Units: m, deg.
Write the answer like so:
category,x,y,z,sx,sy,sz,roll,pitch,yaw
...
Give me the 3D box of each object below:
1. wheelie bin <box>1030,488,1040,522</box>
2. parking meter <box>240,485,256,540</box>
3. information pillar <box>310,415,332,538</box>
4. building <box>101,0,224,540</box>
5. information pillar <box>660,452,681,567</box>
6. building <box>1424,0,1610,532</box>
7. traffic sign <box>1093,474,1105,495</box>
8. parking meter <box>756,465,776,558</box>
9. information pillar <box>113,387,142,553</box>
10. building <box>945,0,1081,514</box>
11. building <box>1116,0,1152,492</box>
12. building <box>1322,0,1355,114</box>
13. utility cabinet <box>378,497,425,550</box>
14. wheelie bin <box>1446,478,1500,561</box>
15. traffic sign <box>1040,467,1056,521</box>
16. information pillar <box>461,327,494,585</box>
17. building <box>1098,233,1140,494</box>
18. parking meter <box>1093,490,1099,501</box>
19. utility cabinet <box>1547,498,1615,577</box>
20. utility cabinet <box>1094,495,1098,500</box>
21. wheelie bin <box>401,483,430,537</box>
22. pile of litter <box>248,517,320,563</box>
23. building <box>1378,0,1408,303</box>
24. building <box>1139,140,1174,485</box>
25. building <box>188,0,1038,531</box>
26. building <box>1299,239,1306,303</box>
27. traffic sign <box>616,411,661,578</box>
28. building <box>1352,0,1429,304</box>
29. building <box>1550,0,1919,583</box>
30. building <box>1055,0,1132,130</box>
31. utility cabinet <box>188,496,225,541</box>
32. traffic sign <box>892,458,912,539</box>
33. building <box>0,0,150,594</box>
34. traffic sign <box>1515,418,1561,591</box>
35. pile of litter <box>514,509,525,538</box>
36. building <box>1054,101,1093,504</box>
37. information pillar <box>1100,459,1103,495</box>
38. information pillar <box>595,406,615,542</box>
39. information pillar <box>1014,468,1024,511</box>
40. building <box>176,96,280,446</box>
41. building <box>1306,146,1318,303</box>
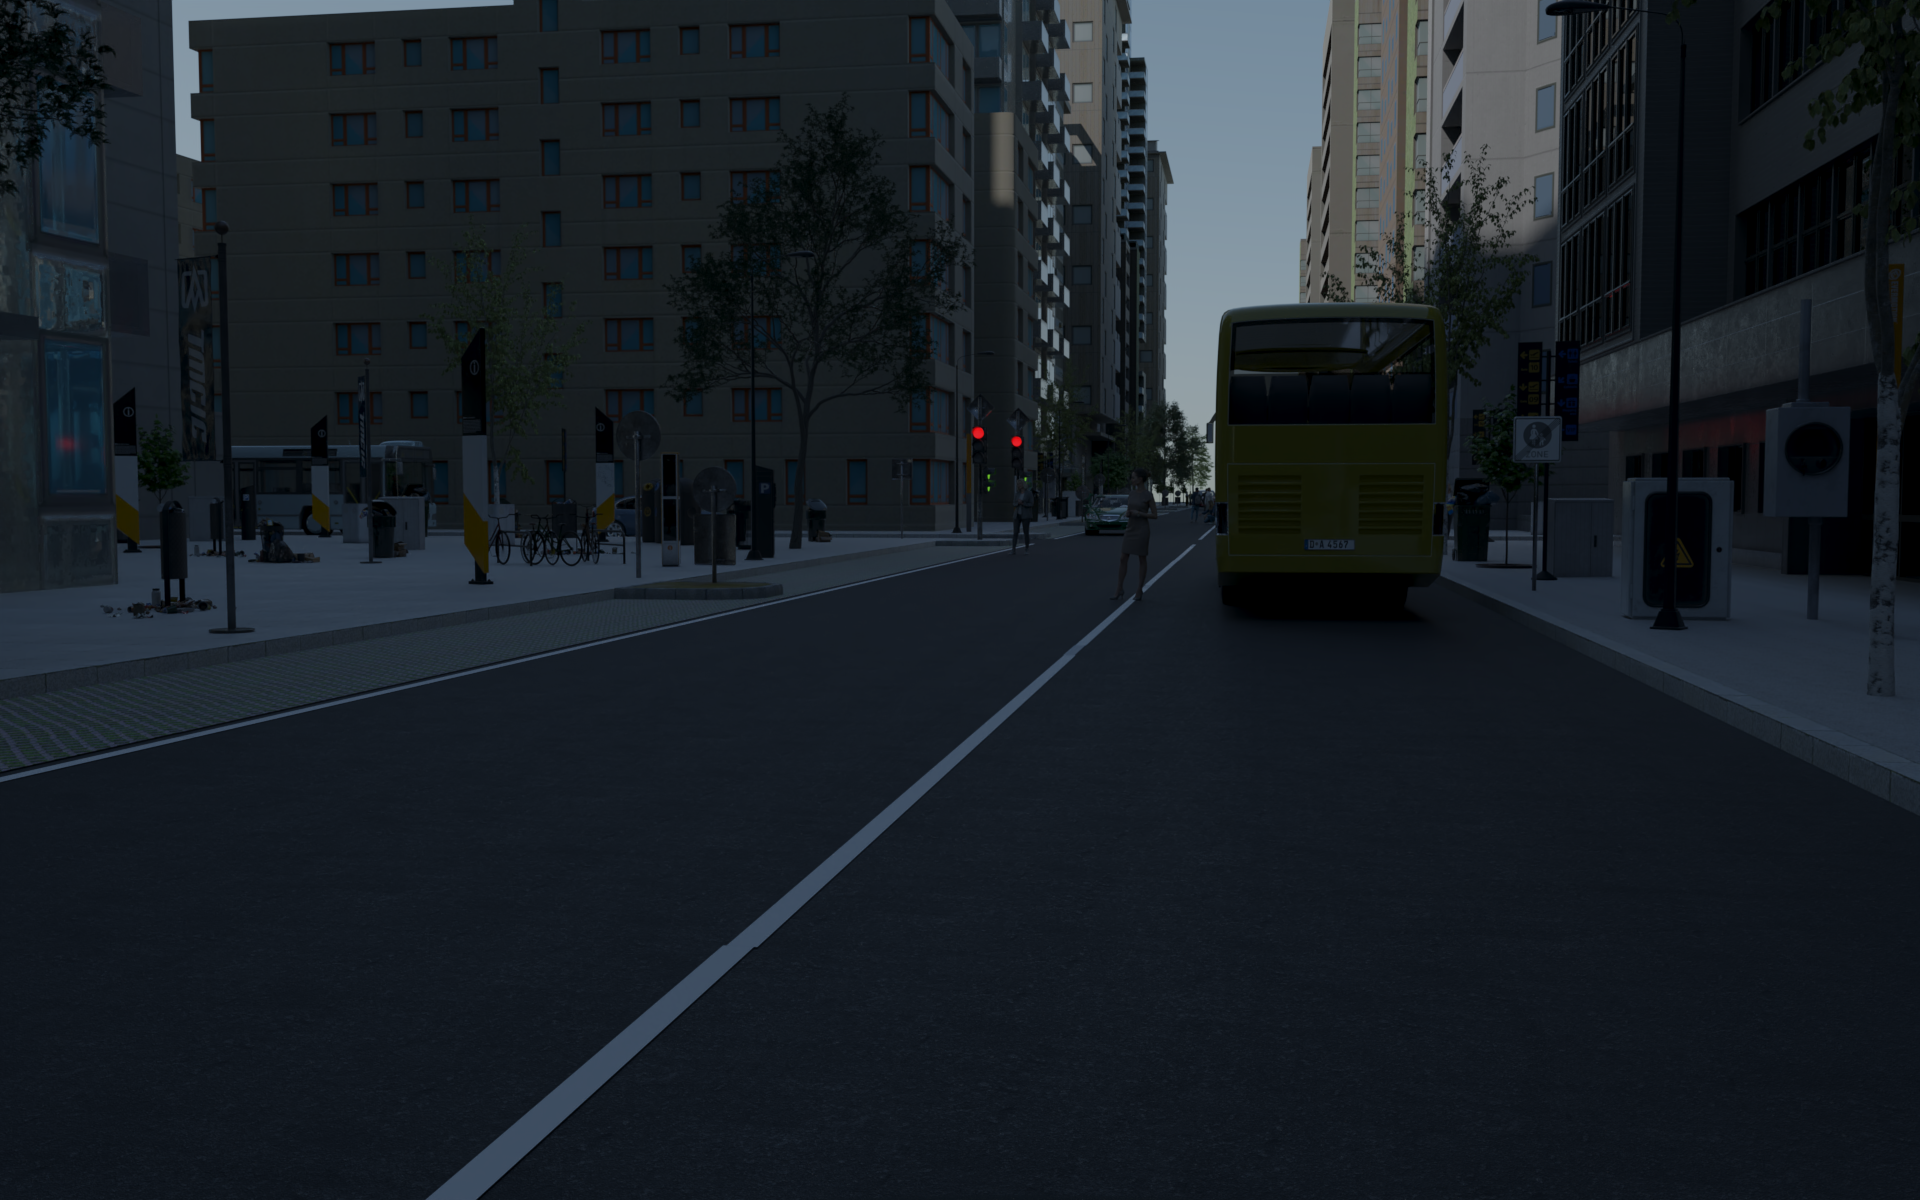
category,x,y,z,sx,sy,sz,roll,pitch,yaw
wheelie bin,3.339,-4.391,79.695,0.693,1.594,0.980,0,4,3
parking meter,-19.830,-2.436,48.242,0.372,1.533,0.369,0,3,0
information pillar,-18.855,-3.653,51.075,0.504,3.616,0.183,0,4,-4
building,-33.831,-36.909,41.715,20.611,71.187,20.563,1,4,10
information pillar,-5.110,-1.597,30.597,0.304,2.012,0.304,0,4,-3
building,32.238,-31.793,61.812,28.212,58.520,21.231,1,4,10
traffic sign,8.796,-6.690,109.488,0.768,2.556,0.104,1,4,18
parking meter,-3.895,-1.779,34.798,0.399,1.863,0.255,0,4,-1
information pillar,-18.157,-2.835,37.713,0.504,3.616,0.183,-3,4,-36
building,-4.822,-30.091,111.599,23.786,49.044,30.456,1,4,10
building,15.107,-56.227,231.982,22.319,86.520,31.000,1,4,10
building,44.297,-32.729,158.819,21.300,48.544,21.600,1,4,10
utility cabinet,-12.844,-1.754,39.840,1.020,1.237,0.306,1,4,12
wheelie bin,9.811,-1.541,33.105,0.980,1.594,0.693,0,4,8
traffic sign,4.162,-5.034,82.415,0.768,2.556,0.104,1,4,17
information pillar,-6.880,-2.033,24.589,0.504,3.616,0.183,3,5,40
building,12.276,-25.645,191.003,14.160,30.474,14.107,1,4,10
parking meter,8.938,-6.457,113.981,0.372,1.533,0.369,0,3,0
utility cabinet,9.602,-0.959,26.847,1.020,1.237,0.306,-1,4,-12
utility cabinet,8.663,-5.969,108.749,0.306,1.237,1.020,1,4,17
wheelie bin,-16.162,-2.665,51.481,0.693,1.594,0.980,2,4,26
pile of litter,-12.780,-1.146,32.695,1.176,0.858,1.719,-3,4,-37
building,33.133,-27.847,105.417,14.600,45.320,14.200,1,4,10
building,17.358,-41.213,263.064,28.713,52.752,27.495,1,4,10
building,-12.096,-14.097,75.525,27.650,21.520,28.899,1,4,10
building,61.184,-36.295,277.013,14.154,41.232,14.086,1,4,10
traffic sign,-4.921,-1.611,26.445,0.768,2.556,0.104,1,4,19
building,39.017,-27.991,141.246,14.154,41.232,14.086,1,4,10
building,18.917,-12.684,26.454,14.314,24.678,30.058,1,4,10
building,1.645,-35.572,170.839,28.713,52.752,27.495,1,4,10
utility cabinet,-20.389,-2.197,47.079,1.020,1.237,0.306,0,4,-4
traffic sign,-1.668,-2.913,49.754,0.606,2.300,0.079,1,4,14
building,-23.522,-24.000,12.013,23.786,49.044,30.456,1,4,10
traffic sign,7.617,-1.271,22.916,0.606,2.300,0.079,1,4,10
pile of litter,-13.279,-2.238,50.559,1.176,0.858,1.719,-2,4,-33
building,-4.224,-27.742,145.460,32.217,40.220,23.993,1,4,10
information pillar,9.433,-7.598,115.588,0.183,3.616,0.504,-1,4,-10
information pillar,-9.489,-3.357,46.238,0.504,3.616,0.183,0,4,-1
information pillar,2.658,-5.318,78.296,0.504,3.616,0.183,-2,4,-32
building,-54.830,-14.697,85.338,28.899,21.520,27.650,1,4,10
building,56.633,-36.962,228.034,21.300,48.544,21.600,1,4,10
